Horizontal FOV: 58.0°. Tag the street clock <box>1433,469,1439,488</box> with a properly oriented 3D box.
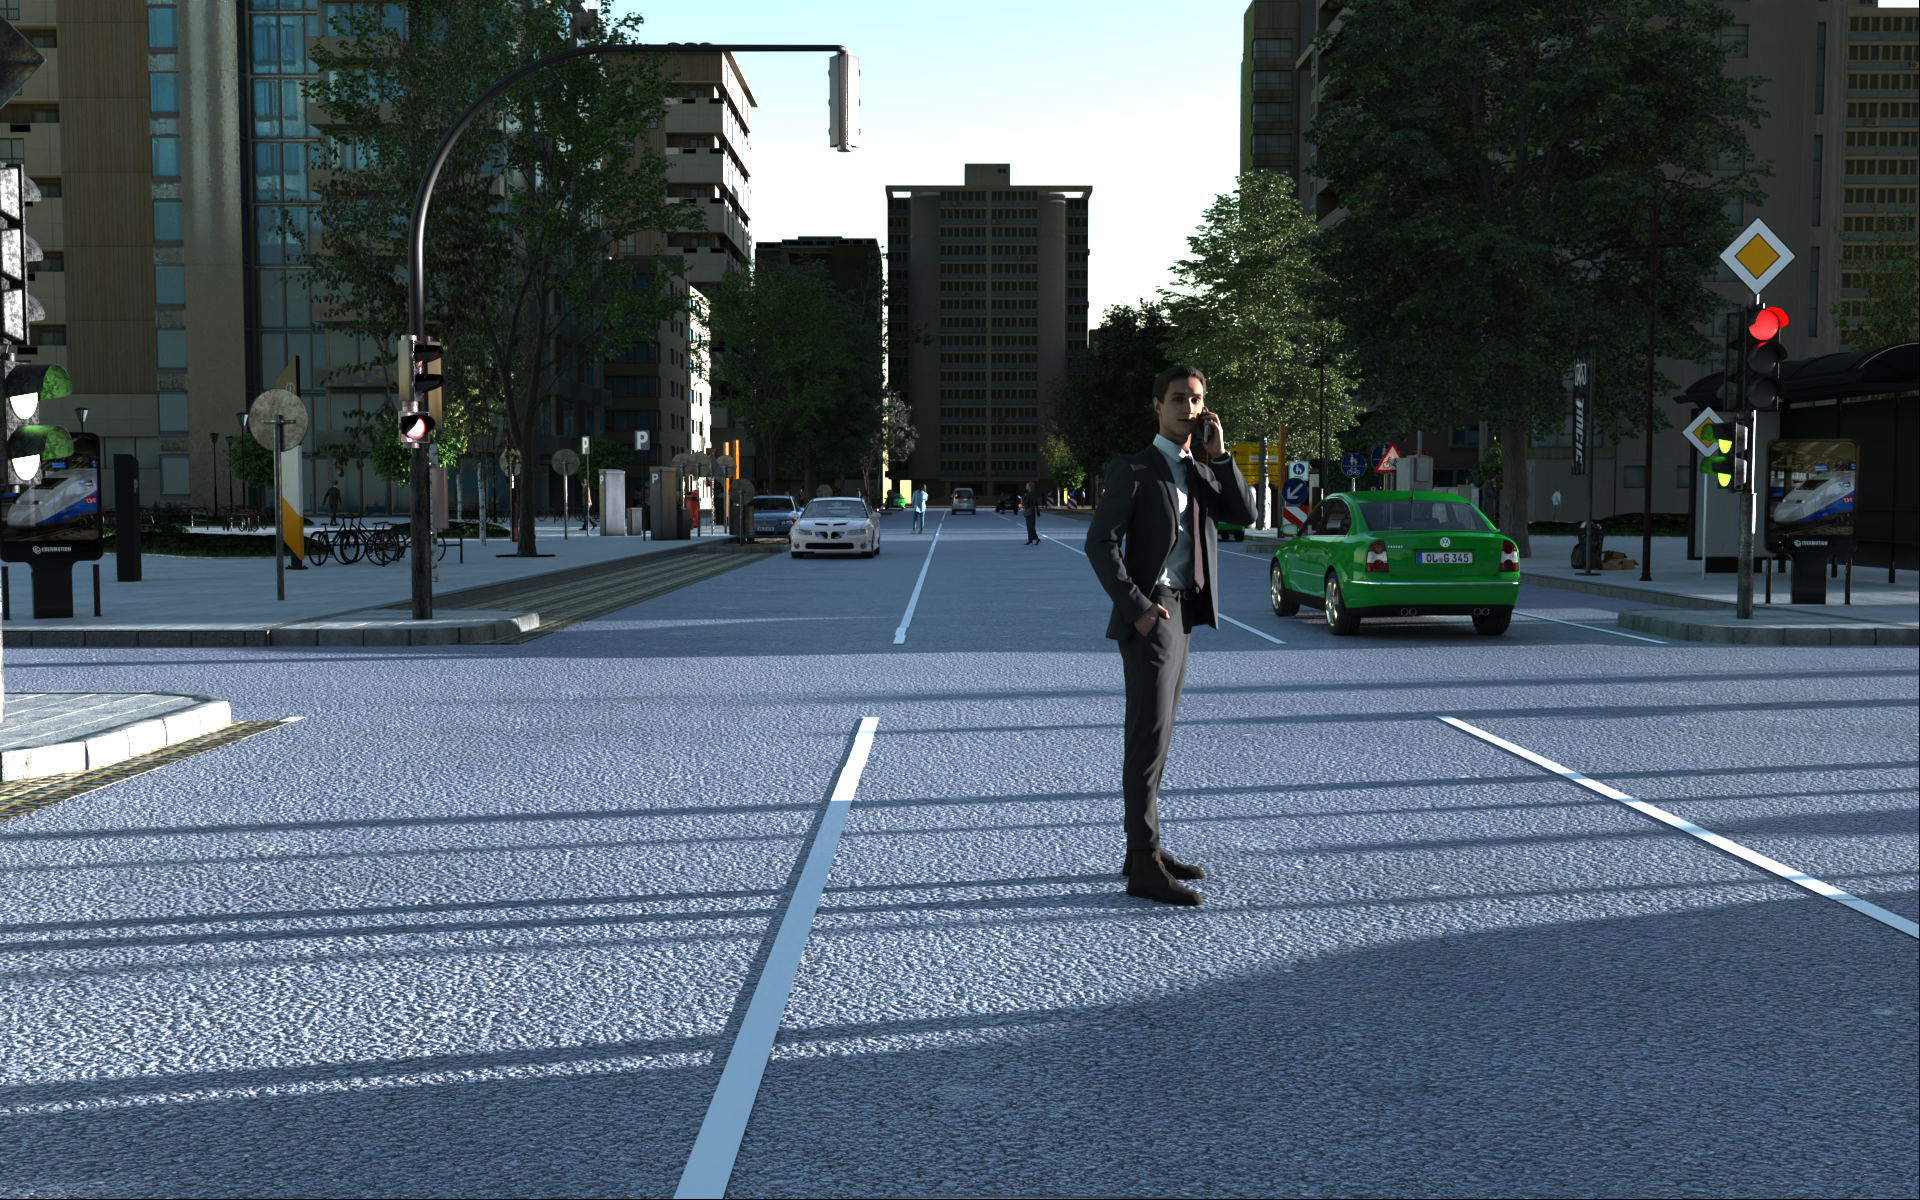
[{"bbox_3d":[13.583,-2.785,50.103,0.471,2.002,0.358,-1,4,-12],"label":"street clock"}]

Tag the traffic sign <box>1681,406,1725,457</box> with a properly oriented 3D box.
[{"bbox_3d":[11.173,-1.599,25.877,0.795,2.593,0.064,0,4,1],"label":"traffic sign"}]

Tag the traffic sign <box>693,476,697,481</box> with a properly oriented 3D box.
[{"bbox_3d":[-10.869,-4.277,70.028,0.768,2.556,0.104,0,4,4],"label":"traffic sign"}]

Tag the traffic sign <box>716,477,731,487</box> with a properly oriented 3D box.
[{"bbox_3d":[-11.513,-5.137,84.102,0.768,2.556,0.104,0,4,6],"label":"traffic sign"}]

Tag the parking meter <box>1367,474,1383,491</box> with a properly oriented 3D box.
[{"bbox_3d":[12.123,-2.746,50.612,0.399,1.863,0.255,2,4,32],"label":"parking meter"}]

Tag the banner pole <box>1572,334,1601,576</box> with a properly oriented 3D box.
[{"bbox_3d":[9.904,-2.292,27.499,0.401,3.779,0.863,0,4,-7],"label":"banner pole"}]

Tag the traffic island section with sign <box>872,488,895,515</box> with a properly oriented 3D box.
[{"bbox_3d":[-5.692,-6.795,119.727,1.989,1.847,2.006,0,4,0],"label":"traffic island section with sign"}]

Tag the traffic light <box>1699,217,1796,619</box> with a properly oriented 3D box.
[{"bbox_3d":[8.064,-1.762,17.728,0.839,4.253,0.868,0,4,0],"label":"traffic light"}]

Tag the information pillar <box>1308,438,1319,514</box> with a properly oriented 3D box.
[{"bbox_3d":[14.765,-4.935,72.042,0.504,3.616,0.183,1,4,22],"label":"information pillar"}]

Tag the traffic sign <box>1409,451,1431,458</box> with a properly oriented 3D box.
[{"bbox_3d":[13.388,-3.088,50.594,0.768,2.556,0.104,0,4,7],"label":"traffic sign"}]

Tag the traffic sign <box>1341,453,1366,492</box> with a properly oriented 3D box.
[{"bbox_3d":[12.238,-3.291,53.922,0.768,2.556,0.104,1,4,8],"label":"traffic sign"}]

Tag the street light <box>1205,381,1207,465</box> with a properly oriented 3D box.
[{"bbox_3d":[9.903,-5.921,69.591,0.468,5.910,1.993,0,4,0],"label":"street light"}]

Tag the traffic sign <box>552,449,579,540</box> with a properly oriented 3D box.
[{"bbox_3d":[-11.071,-2.966,48.603,0.768,2.556,0.104,0,4,0],"label":"traffic sign"}]

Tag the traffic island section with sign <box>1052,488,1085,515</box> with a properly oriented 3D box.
[{"bbox_3d":[7.629,-6.810,119.973,1.989,1.847,2.006,0,4,0],"label":"traffic island section with sign"}]

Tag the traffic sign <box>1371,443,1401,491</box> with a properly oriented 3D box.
[{"bbox_3d":[10.729,-2.667,43.704,0.768,2.556,0.104,0,4,1],"label":"traffic sign"}]

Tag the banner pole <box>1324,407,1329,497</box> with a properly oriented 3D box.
[{"bbox_3d":[10.655,-3.688,50.318,0.401,3.779,0.863,1,4,17],"label":"banner pole"}]

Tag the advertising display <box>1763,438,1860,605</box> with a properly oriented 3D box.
[{"bbox_3d":[9.899,-0.914,20.160,0.974,1.923,0.123,1,4,15],"label":"advertising display"}]

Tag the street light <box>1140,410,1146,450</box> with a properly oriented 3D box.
[{"bbox_3d":[9.737,-7.292,92.015,0.468,5.910,1.993,0,4,0],"label":"street light"}]

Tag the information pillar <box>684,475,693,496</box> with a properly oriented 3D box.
[{"bbox_3d":[-10.175,-3.685,64.748,0.304,2.012,0.304,1,4,17],"label":"information pillar"}]

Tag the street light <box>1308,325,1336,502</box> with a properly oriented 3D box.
[{"bbox_3d":[9.922,-4.576,47.597,0.468,5.910,1.993,0,4,0],"label":"street light"}]

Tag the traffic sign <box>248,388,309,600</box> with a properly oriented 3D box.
[{"bbox_3d":[-8.214,-1.270,20.872,0.768,2.556,0.104,0,4,7],"label":"traffic sign"}]

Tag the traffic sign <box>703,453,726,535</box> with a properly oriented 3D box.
[{"bbox_3d":[-7.820,-3.343,54.655,0.884,2.594,0.081,0,4,1],"label":"traffic sign"}]

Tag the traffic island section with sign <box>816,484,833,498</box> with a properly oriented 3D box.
[{"bbox_3d":[-5.467,-3.786,70.530,1.989,1.847,2.006,0,4,0],"label":"traffic island section with sign"}]

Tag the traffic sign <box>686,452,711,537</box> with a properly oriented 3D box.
[{"bbox_3d":[-7.885,-3.187,52.221,0.768,2.556,0.104,1,4,9],"label":"traffic sign"}]

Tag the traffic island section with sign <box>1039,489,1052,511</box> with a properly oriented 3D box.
[{"bbox_3d":[7.504,-8.459,146.928,1.989,1.847,2.006,0,4,0],"label":"traffic island section with sign"}]

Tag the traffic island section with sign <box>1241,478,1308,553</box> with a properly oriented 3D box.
[{"bbox_3d":[7.992,-2.083,42.690,1.989,1.847,2.006,0,4,0],"label":"traffic island section with sign"}]

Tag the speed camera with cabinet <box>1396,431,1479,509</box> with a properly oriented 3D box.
[{"bbox_3d":[11.541,-2.905,41.826,2.038,3.252,0.660,-1,4,-22],"label":"speed camera with cabinet"}]

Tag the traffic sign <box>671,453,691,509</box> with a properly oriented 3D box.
[{"bbox_3d":[-8.573,-3.270,53.566,0.768,2.556,0.104,0,4,7],"label":"traffic sign"}]

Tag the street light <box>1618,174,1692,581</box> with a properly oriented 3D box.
[{"bbox_3d":[10.141,-3.220,25.427,0.468,5.910,1.993,0,4,0],"label":"street light"}]

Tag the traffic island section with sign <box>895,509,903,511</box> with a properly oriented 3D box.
[{"bbox_3d":[-5.815,-8.449,146.761,1.989,1.847,2.006,0,4,0],"label":"traffic island section with sign"}]

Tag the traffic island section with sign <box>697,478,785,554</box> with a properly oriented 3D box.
[{"bbox_3d":[-5.329,-2.065,42.388,1.989,1.847,2.006,0,4,0],"label":"traffic island section with sign"}]

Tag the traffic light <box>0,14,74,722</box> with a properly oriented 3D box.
[{"bbox_3d":[-5.460,-1.269,9.664,0.839,4.253,0.868,0,4,0],"label":"traffic light"}]

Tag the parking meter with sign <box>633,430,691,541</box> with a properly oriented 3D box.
[{"bbox_3d":[-8.200,-3.166,48.029,0.543,3.016,1.738,2,4,32],"label":"parking meter with sign"}]

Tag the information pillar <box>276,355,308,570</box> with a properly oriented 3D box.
[{"bbox_3d":[-11.365,-2.328,29.414,0.504,3.616,0.183,2,4,27],"label":"information pillar"}]

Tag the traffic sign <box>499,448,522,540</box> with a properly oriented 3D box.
[{"bbox_3d":[-12.481,-2.945,48.255,0.768,2.556,0.104,1,4,10],"label":"traffic sign"}]

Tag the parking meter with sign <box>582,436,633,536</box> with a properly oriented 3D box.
[{"bbox_3d":[-10.599,-3.461,52.849,1.738,3.016,0.543,-3,4,-36],"label":"parking meter with sign"}]

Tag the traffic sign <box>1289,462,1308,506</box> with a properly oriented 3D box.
[{"bbox_3d":[10.559,-3.174,54.031,0.606,2.300,0.079,1,4,9],"label":"traffic sign"}]

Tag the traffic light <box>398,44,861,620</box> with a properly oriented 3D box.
[{"bbox_3d":[-3.406,-2.632,17.693,4.771,5.953,1.251,0,4,0],"label":"traffic light"}]

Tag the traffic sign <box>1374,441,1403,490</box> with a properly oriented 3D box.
[{"bbox_3d":[10.627,-2.607,42.630,0.884,2.594,0.081,1,4,9],"label":"traffic sign"}]

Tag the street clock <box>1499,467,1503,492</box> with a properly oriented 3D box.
[{"bbox_3d":[13.312,-2.288,41.976,0.471,2.002,0.358,1,4,22],"label":"street clock"}]

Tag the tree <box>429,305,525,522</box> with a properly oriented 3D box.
[{"bbox_3d":[-19.426,-7.163,67.478,4.737,8.622,4.395,0,3,0],"label":"tree"}]

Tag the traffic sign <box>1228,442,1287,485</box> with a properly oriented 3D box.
[{"bbox_3d":[11.612,-4.514,67.681,2.265,3.308,0.079,0,4,7],"label":"traffic sign"}]

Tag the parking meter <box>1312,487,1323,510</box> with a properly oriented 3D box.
[{"bbox_3d":[12.559,-3.209,60.877,0.372,1.533,0.369,0,3,0],"label":"parking meter"}]

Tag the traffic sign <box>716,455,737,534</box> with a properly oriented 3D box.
[{"bbox_3d":[-7.605,-3.427,56.141,0.768,2.556,0.104,1,4,9],"label":"traffic sign"}]

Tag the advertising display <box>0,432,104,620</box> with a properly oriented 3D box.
[{"bbox_3d":[-9.390,-0.774,17.873,0.974,1.923,0.123,-3,4,-38],"label":"advertising display"}]

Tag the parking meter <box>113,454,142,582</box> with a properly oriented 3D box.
[{"bbox_3d":[-12.250,-1.210,25.494,0.255,1.863,0.399,-1,4,-10],"label":"parking meter"}]
